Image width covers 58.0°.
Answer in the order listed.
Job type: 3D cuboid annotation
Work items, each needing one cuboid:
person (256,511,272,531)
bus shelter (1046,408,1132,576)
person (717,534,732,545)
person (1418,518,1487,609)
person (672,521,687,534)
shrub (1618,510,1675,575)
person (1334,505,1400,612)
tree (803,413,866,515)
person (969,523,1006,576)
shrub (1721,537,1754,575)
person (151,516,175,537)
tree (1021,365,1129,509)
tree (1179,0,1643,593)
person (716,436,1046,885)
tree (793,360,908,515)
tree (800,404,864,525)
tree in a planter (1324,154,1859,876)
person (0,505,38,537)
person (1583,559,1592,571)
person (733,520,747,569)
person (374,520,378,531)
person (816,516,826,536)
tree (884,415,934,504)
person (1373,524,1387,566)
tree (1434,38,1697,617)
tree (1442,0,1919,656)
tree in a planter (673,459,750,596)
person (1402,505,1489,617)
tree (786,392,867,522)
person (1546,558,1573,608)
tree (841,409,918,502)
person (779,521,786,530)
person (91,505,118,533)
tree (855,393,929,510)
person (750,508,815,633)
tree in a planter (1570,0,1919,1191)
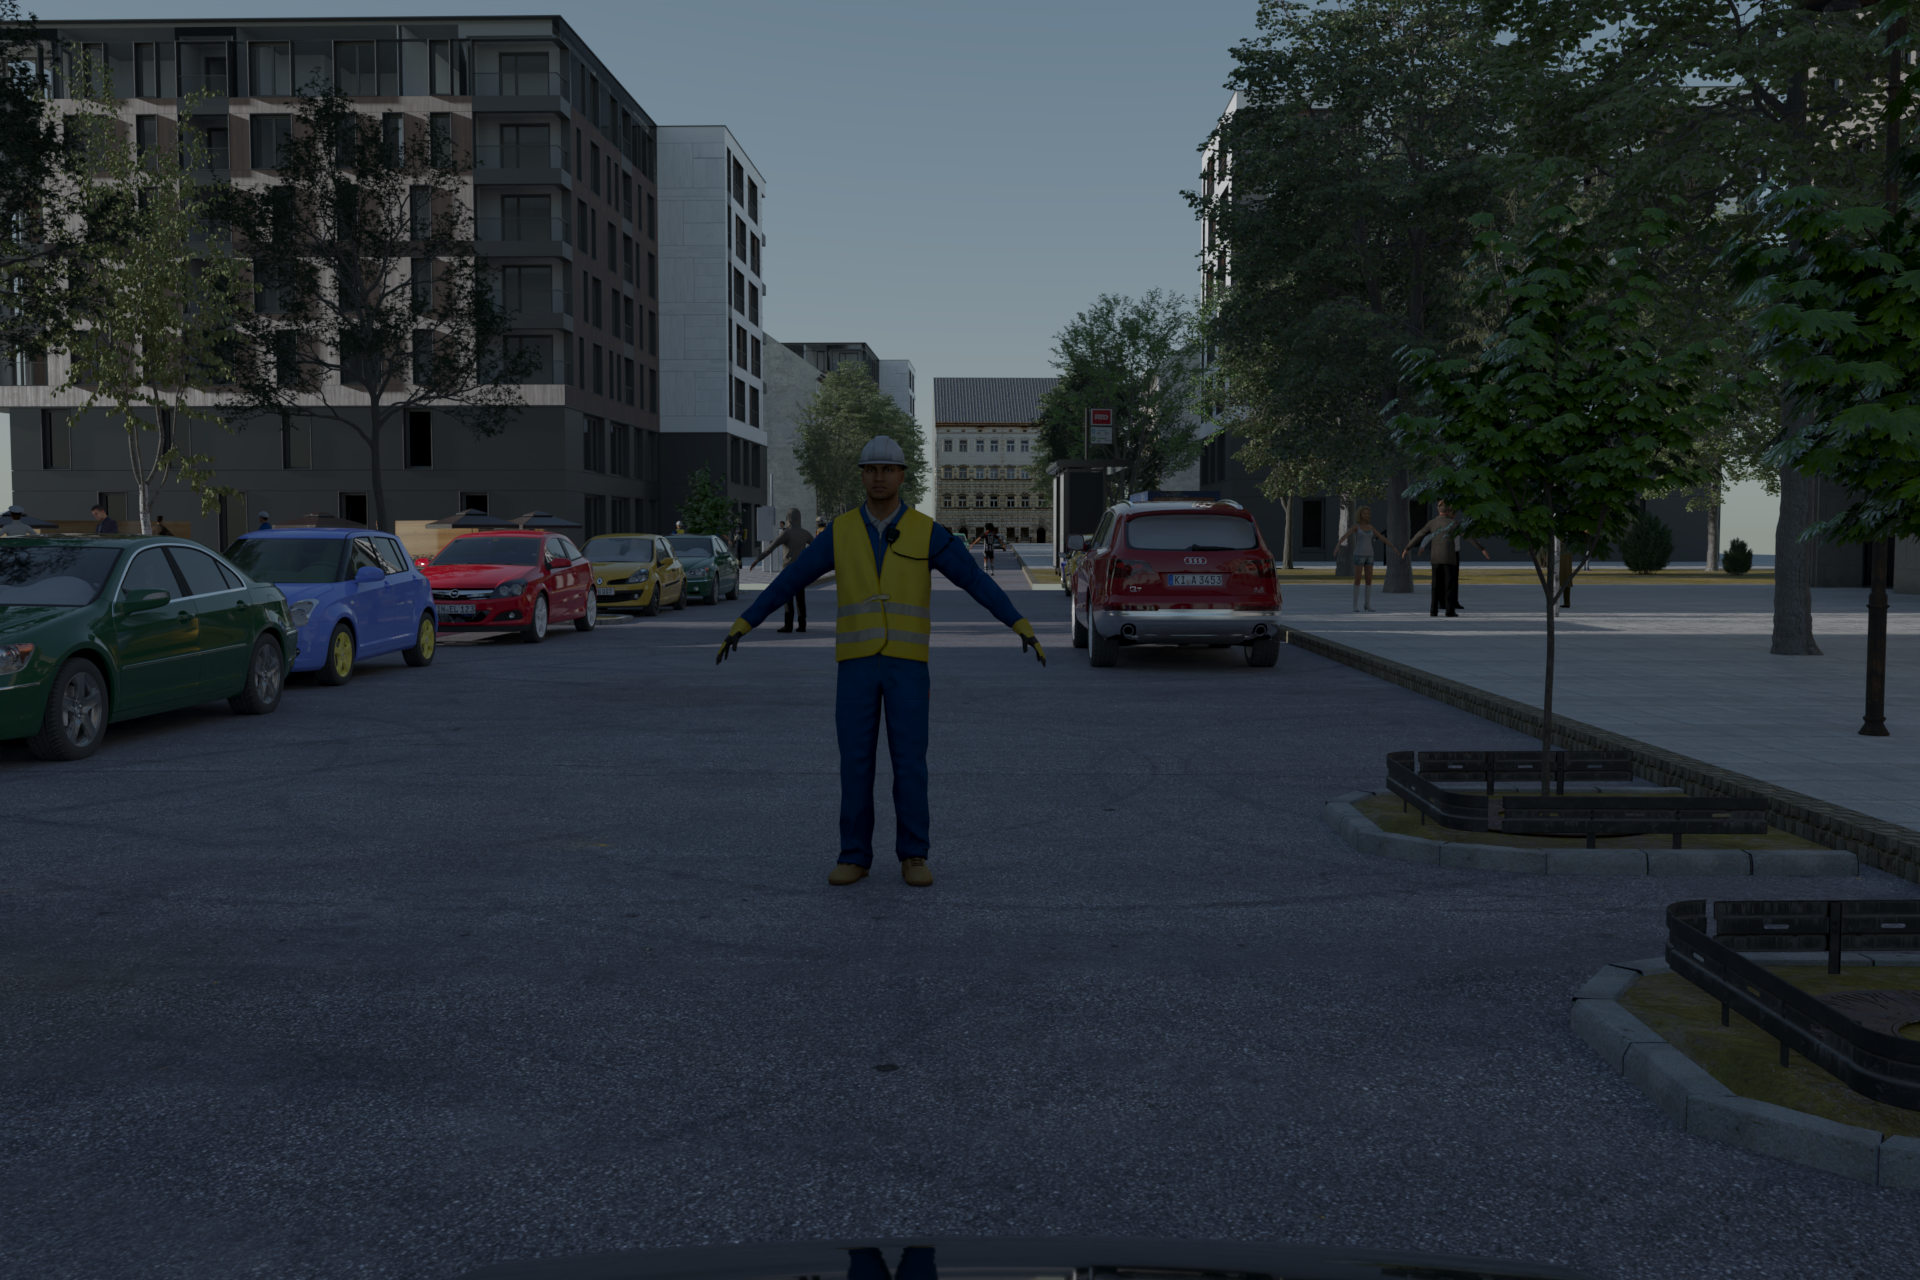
[{"bbox_3d":[-17.166,-2.250,42.671,0.705,1.842,1.347,0,4,2],"label":"person"},{"bbox_3d":[3.784,-4.597,52.794,2.179,5.291,8.768,0,3,0],"label":"bus shelter"},{"bbox_3d":[-8.362,-3.199,58.436,1.347,1.817,0.704,-1,4,-10],"label":"person"},{"bbox_3d":[8.385,-1.434,29.598,1.344,1.810,0.704,-1,4,-17],"label":"person"},{"bbox_3d":[-10.842,-3.680,66.637,1.216,1.772,0.721,-3,5,-41],"label":"person"},{"bbox_3d":[21.751,-3.112,54.926,1.661,2.075,1.752,0,3,0],"label":"shrub"},{"bbox_3d":[6.683,-1.340,28.524,1.214,1.753,0.721,-1,4,-18],"label":"person"},{"bbox_3d":[-6.937,-9.461,105.056,4.360,8.622,3.978,0,3,0],"label":"tree"},{"bbox_3d":[0.986,-3.116,59.548,1.345,1.843,0.704,-1,4,-20],"label":"person"},{"bbox_3d":[24.108,-2.606,53.717,1.383,1.207,1.383,0,3,0],"label":"shrub"},{"bbox_3d":[-22.935,-2.668,49.752,1.346,1.812,0.704,1,4,18],"label":"person"},{"bbox_3d":[7.960,-12.120,116.292,7.486,12.596,7.792,0,3,0],"label":"tree"},{"bbox_3d":[9.668,-7.997,37.414,9.857,13.997,8.962,0,3,0],"label":"tree"},{"bbox_3d":[-0.320,0.080,7.122,1.349,1.833,0.705,0,4,4],"label":"person"},{"bbox_3d":[-7.350,-11.935,113.258,7.486,12.596,7.792,0,3,0],"label":"tree"},{"bbox_3d":[-7.591,-9.061,98.505,4.360,8.622,3.978,0,3,0],"label":"tree"},{"bbox_3d":[2.805,-0.670,8.184,1.991,3.239,1.994,0,4,2],"label":"tree in a planter"},{"bbox_3d":[-16.311,-1.435,29.929,1.216,1.778,0.721,-3,5,-41],"label":"person"},{"bbox_3d":[21.934,-3.128,60.416,0.599,1.433,0.991,-1,4,-12],"label":"person"},{"bbox_3d":[-8.142,-3.533,63.545,0.705,1.856,1.354,0,4,-1],"label":"person"},{"bbox_3d":[-22.282,-3.698,66.398,1.347,1.837,0.705,1,4,23],"label":"person"},{"bbox_3d":[-4.550,-3.099,56.432,0.705,1.858,1.354,-1,4,-16],"label":"person"},{"bbox_3d":[-6.143,-13.720,150.082,9.928,11.665,9.643,0,3,0],"label":"tree"},{"bbox_3d":[17.196,-3.842,69.545,1.216,1.740,0.721,1,4,8],"label":"person"},{"bbox_3d":[9.092,-4.644,26.296,4.360,8.622,3.978,0,3,0],"label":"tree"},{"bbox_3d":[8.661,-6.094,17.766,7.486,12.596,7.792,0,3,0],"label":"tree"},{"bbox_3d":[-6.066,-2.689,41.189,1.991,3.239,1.994,0,4,1],"label":"tree in a planter"},{"bbox_3d":[7.504,-1.265,26.856,1.348,1.807,0.705,2,4,31],"label":"person"},{"bbox_3d":[-7.409,-8.530,89.823,4.360,8.622,3.978,0,3,0],"label":"tree"},{"bbox_3d":[10.406,-1.429,30.135,1.217,1.736,0.721,-1,4,-20],"label":"person"},{"bbox_3d":[-6.504,-11.624,124.458,7.601,10.594,8.767,-1,4,-8],"label":"tree"},{"bbox_3d":[-7.156,-3.880,69.631,1.347,1.806,0.705,2,4,24],"label":"person"},{"bbox_3d":[-14.137,-1.347,28.511,0.683,1.767,0.568,2,4,32],"label":"person"},{"bbox_3d":[-5.953,-13.560,139.840,7.486,12.596,7.792,0,3,0],"label":"tree"},{"bbox_3d":[-2.436,-1.018,25.227,1.348,1.813,0.705,-3,4,-38],"label":"person"},{"bbox_3d":[2.748,-0.445,4.506,1.991,3.239,1.994,0,4,2],"label":"tree in a planter"}]
